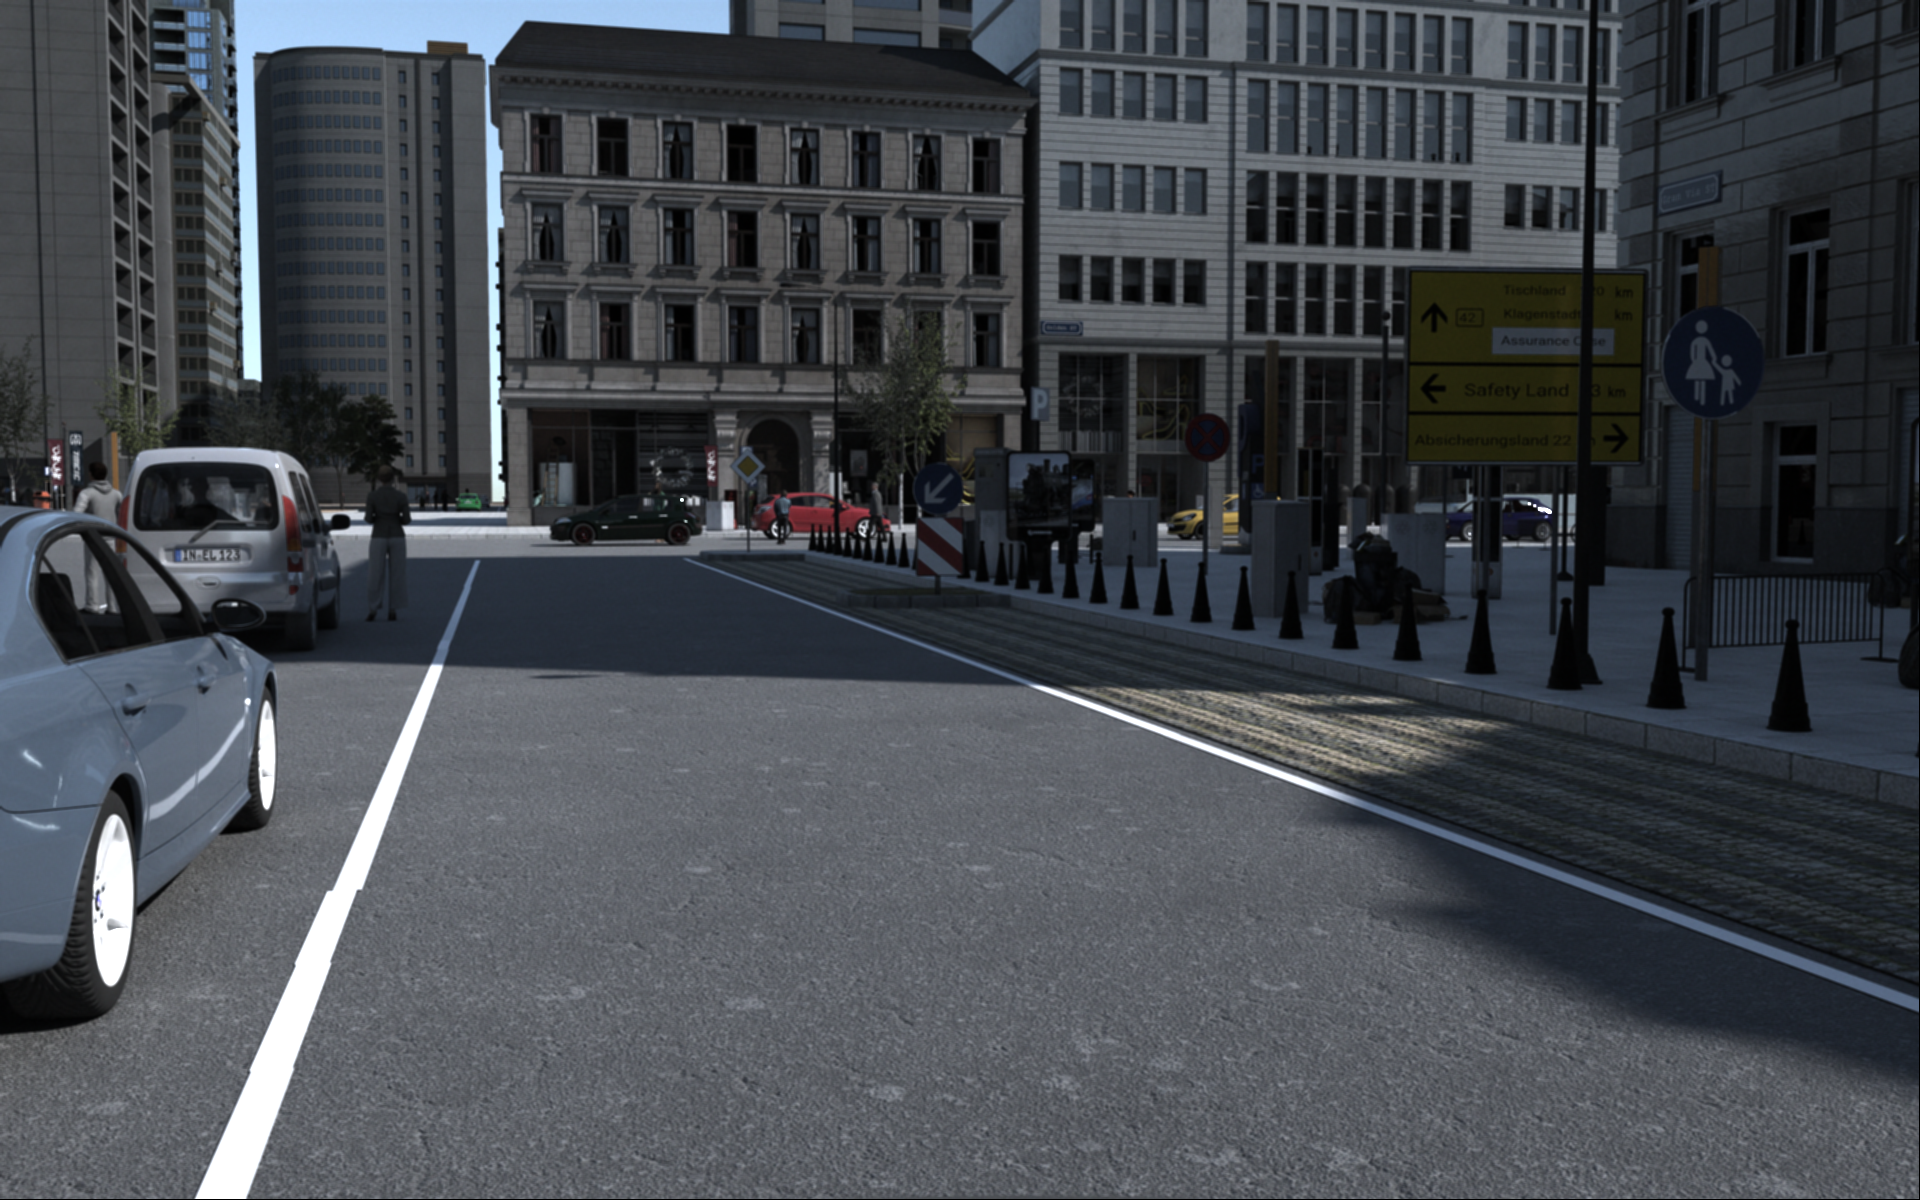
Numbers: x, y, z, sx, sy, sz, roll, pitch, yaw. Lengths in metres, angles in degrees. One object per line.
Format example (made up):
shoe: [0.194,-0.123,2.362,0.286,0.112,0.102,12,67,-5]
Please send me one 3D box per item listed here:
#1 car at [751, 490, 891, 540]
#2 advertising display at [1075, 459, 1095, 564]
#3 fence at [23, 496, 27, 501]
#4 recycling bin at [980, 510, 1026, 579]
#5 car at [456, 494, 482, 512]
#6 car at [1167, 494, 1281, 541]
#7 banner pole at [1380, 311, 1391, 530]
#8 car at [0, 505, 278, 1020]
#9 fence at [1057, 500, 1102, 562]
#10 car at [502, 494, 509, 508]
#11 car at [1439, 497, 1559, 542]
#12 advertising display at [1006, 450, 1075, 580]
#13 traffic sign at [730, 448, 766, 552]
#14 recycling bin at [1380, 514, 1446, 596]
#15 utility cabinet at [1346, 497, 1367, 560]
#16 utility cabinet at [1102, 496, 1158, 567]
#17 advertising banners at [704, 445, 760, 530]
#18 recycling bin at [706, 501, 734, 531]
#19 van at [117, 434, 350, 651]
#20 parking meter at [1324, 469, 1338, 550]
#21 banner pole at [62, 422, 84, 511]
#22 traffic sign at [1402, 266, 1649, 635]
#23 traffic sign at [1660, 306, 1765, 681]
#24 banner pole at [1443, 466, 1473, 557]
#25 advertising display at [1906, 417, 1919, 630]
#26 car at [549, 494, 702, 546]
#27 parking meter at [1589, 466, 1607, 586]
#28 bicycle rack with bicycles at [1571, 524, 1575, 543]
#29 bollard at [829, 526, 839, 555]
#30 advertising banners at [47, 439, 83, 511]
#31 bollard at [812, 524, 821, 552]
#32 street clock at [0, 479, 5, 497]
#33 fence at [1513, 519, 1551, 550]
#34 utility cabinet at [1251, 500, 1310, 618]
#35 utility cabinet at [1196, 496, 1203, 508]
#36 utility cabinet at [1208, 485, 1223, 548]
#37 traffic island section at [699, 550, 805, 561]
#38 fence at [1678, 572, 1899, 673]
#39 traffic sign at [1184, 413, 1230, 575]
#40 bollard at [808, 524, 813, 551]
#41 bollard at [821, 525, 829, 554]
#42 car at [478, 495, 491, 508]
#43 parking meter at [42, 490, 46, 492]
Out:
car: [-4.422,-2.831,55.334,4.494,1.783,2.155,-1,4,-14]
advertising display: [2.002,-1.633,31.908,0.974,1.923,0.123,1,4,10]
fence: [-46.132,-4.543,85.487,0.480,1.192,2.264,-2,4,-24]
recycling bin: [0.783,-0.862,26.652,0.722,1.027,0.722,2,4,30]
car: [-37.317,-7.511,131.596,1.959,1.807,4.718,-1,4,-14]
car: [8.483,-2.704,54.427,3.980,1.641,2.015,-1,4,-14]
banner pole: [5.869,-2.081,24.037,0.401,3.779,0.863,1,4,10]
car: [-3.472,0.379,5.805,2.014,1.417,4.499,-1,4,-13]
fence: [2.477,-1.384,33.839,0.480,1.192,2.264,-1,4,-15]
car: [-47.176,-10.623,182.731,2.155,1.783,4.494,-1,4,-14]
car: [16.232,-2.475,53.045,3.894,1.354,1.945,-1,4,-15]
advertising display: [1.174,-1.254,25.714,0.974,1.923,0.123,1,4,10]
traffic sign: [-4.654,-2.102,38.017,0.795,2.450,0.064,-1,4,-15]
recycling bin: [5.798,-0.590,22.201,0.722,1.027,0.722,0,4,5]
utility cabinet: [7.800,-1.399,34.034,0.306,1.237,1.020,0,4,7]
utility cabinet: [3.012,-1.198,30.751,1.020,1.237,0.306,3,5,41]
advertising banners: [-8.201,-4.039,62.227,2.074,3.025,0.090,-2,4,-26]
recycling bin: [-8.319,-2.904,60.042,0.722,1.027,0.722,2,4,29]
van: [-7.079,-0.610,16.978,2.013,2.044,4.112,-1,4,-15]
parking meter: [8.558,-2.094,39.945,0.255,1.863,0.399,0,4,1]
banner pole: [-30.793,-4.286,60.088,0.401,3.779,0.863,3,4,36]
traffic sign: [5.088,-1.332,15.655,2.265,3.308,0.079,0,4,-6]
traffic sign: [5.100,-0.718,11.843,0.768,2.556,0.104,-1,4,-9]
banner pole: [10.074,-2.764,35.207,0.863,3.779,0.401,-1,4,-14]
advertising display: [8.250,-0.541,14.065,0.974,1.923,0.123,3,4,36]
car: [-9.336,-2.364,48.438,4.222,1.686,2.009,-1,4,-15]
parking meter: [8.884,-1.140,24.355,0.255,1.863,0.399,0,4,-7]
bicycle rack with bicycles: [16.931,-1.783,42.532,2.852,0.926,2.925,-2,4,-35]
bollard: [-2.554,-1.243,36.357,0.229,0.601,0.229,0,3,0]
advertising banners: [-28.252,-3.637,55.658,0.090,3.025,2.074,3,4,37]
bollard: [-3.084,-1.365,38.359,0.229,0.601,0.229,0,3,0]
street clock: [-47.023,-4.912,84.876,0.471,2.002,0.358,2,4,30]
fence: [13.393,-1.542,40.594,0.278,0.683,2.069,0,4,0]
utility cabinet: [3.413,-0.442,18.394,0.306,1.237,1.020,2,4,31]
utility cabinet: [9.840,-3.647,70.797,0.306,1.237,1.020,1,4,13]
utility cabinet: [6.074,-1.995,41.296,0.318,1.500,1.173,0,4,2]
traffic island section: [-4.633,-0.968,38.100,2.009,0.180,2.903,-1,4,-15]
fence: [6.158,0.151,12.911,2.069,0.683,0.278,-1,4,-22]
traffic sign: [3.885,-1.668,27.374,0.768,2.556,0.104,-1,4,-12]
bollard: [-3.343,-1.426,39.353,0.229,0.601,0.229,0,3,0]
bollard: [-2.816,-1.304,37.361,0.229,0.601,0.229,0,3,0]
car: [-50.556,-10.412,182.591,2.083,1.381,4.827,-1,4,-15]
parking meter: [-51.590,-5.441,97.364,0.372,1.533,0.369,0,3,0]
